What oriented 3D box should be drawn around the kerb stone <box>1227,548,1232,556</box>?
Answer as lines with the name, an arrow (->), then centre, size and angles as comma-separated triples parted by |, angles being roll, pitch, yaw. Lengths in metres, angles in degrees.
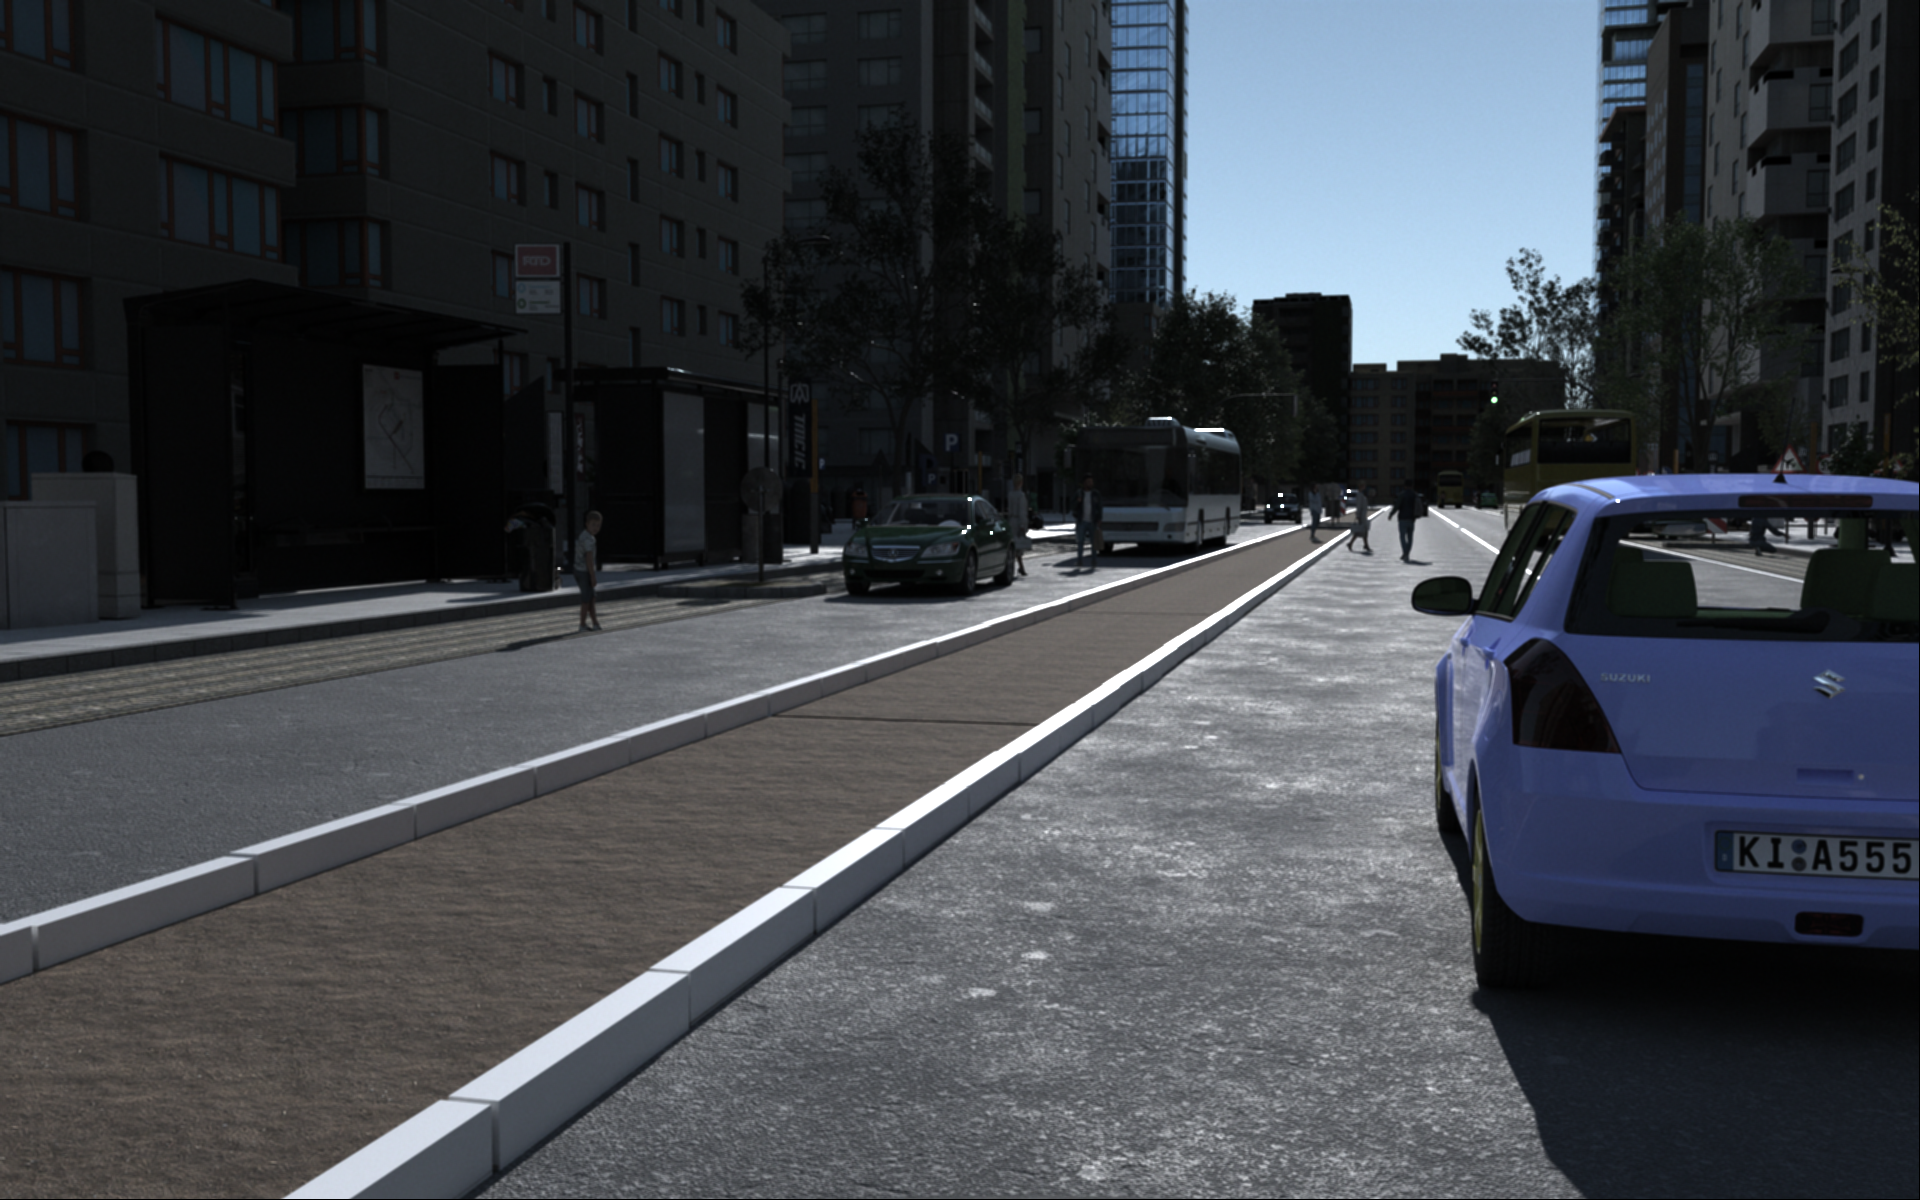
kerb stone -> 6.017, -1.054, 39.426 | 0.120, 0.150, 1.000 | 1, 4, 14

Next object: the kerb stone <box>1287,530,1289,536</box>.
kerb stone -> 10.879, -2.206, 58.257 | 0.120, 0.150, 1.000 | 1, 4, 14

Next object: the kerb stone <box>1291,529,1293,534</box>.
kerb stone -> 11.387, -2.318, 60.250 | 0.120, 0.150, 1.000 | 1, 4, 14

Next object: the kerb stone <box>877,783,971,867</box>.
kerb stone -> -0.146, 0.921, 7.141 | 0.120, 0.150, 1.000 | 1, 4, 14

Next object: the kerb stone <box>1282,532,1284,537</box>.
kerb stone -> 10.361, -2.085, 56.277 | 0.120, 0.150, 1.000 | 1, 4, 14

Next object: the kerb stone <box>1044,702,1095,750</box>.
kerb stone -> 0.624, 0.743, 10.114 | 0.120, 0.150, 1.000 | 1, 4, 14

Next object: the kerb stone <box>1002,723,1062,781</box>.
kerb stone -> 0.370, 0.802, 9.119 | 0.120, 0.150, 1.000 | 1, 4, 14

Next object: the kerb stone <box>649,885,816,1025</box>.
kerb stone -> -0.659, 1.042, 5.155 | 0.120, 0.150, 1.000 | 1, 4, 14

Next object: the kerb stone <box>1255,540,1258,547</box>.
kerb stone -> 7.802, -1.478, 46.362 | 0.120, 0.150, 1.000 | 1, 4, 14

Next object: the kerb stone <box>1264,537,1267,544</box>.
kerb stone -> 8.571, -1.660, 49.339 | 0.120, 0.150, 1.000 | 1, 4, 14

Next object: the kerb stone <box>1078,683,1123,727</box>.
kerb stone -> 0.887, 0.681, 11.107 | 0.120, 0.150, 1.000 | 1, 4, 14

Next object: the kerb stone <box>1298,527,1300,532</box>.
kerb stone -> 12.414, -2.570, 64.216 | 0.120, 0.150, 1.000 | 1, 4, 14

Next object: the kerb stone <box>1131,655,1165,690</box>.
kerb stone -> 1.398, 0.557, 13.086 | 0.120, 0.150, 1.000 | 1, 4, 14

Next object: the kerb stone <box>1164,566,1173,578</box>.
kerb stone -> 3.454, -0.447, 29.502 | 0.120, 0.150, 1.000 | 1, 4, 14

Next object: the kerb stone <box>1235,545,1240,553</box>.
kerb stone -> 6.527, -1.174, 41.410 | 0.120, 0.150, 1.000 | 1, 4, 14

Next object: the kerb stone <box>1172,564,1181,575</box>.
kerb stone -> 3.716, -0.506, 30.490 | 0.120, 0.150, 1.000 | 1, 4, 14

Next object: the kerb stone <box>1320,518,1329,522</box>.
kerb stone -> 18.436, -4.000, 87.597 | 0.120, 0.150, 1.000 | 1, 4, 14

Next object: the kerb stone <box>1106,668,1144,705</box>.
kerb stone -> 1.135, 0.618, 12.098 | 0.120, 0.150, 1.000 | 1, 4, 14

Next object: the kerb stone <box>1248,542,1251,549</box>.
kerb stone -> 7.299, -1.357, 44.379 | 0.120, 0.150, 1.000 | 1, 4, 14

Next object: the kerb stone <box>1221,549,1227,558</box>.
kerb stone -> 5.760, -0.991, 38.436 | 0.120, 0.150, 1.000 | 1, 4, 14

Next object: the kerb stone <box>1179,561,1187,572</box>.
kerb stone -> 3.963, -0.568, 31.486 | 0.120, 0.150, 1.000 | 1, 4, 14

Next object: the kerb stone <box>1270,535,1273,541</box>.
kerb stone -> 9.090, -1.779, 51.319 | 0.120, 0.150, 1.000 | 1, 4, 14

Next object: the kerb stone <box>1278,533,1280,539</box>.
kerb stone -> 9.850, -1.963, 54.298 | 0.120, 0.150, 1.000 | 1, 4, 14

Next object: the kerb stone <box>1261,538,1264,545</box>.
kerb stone -> 8.321, -1.587, 48.344 | 0.120, 0.150, 1.000 | 1, 4, 14

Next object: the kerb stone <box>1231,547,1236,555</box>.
kerb stone -> 6.268, -1.108, 40.419 | 0.120, 0.150, 1.000 | 1, 4, 14

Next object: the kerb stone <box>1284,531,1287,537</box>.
kerb stone -> 10.618, -2.145, 57.269 | 0.120, 0.150, 1.000 | 1, 4, 14

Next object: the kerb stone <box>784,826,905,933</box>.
kerb stone -> -0.401, 0.982, 6.144 | 0.120, 0.150, 1.000 | 1, 4, 14

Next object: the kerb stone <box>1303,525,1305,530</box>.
kerb stone -> 13.180, -2.747, 67.192 | 0.120, 0.150, 1.000 | 1, 4, 14

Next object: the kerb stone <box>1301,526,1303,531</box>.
kerb stone -> 12.927, -2.688, 66.201 | 0.120, 0.150, 1.000 | 1, 4, 14

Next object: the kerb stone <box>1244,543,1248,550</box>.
kerb stone -> 7.040, -1.296, 43.390 | 0.120, 0.150, 1.000 | 1, 4, 14

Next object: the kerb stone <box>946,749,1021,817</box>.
kerb stone -> 0.108, 0.860, 8.131 | 0.120, 0.150, 1.000 | 1, 4, 14

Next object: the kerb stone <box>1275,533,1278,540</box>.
kerb stone -> 9.598, -1.903, 53.305 | 0.120, 0.150, 1.000 | 1, 4, 14

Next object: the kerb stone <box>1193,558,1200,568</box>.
kerb stone -> 4.473, -0.689, 33.466 | 0.120, 0.150, 1.000 | 1, 4, 14

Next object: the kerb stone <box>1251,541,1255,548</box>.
kerb stone -> 7.552, -1.417, 45.370 | 0.120, 0.150, 1.000 | 1, 4, 14

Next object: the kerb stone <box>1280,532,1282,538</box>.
kerb stone -> 10.109, -2.022, 55.287 | 0.120, 0.150, 1.000 | 1, 4, 14

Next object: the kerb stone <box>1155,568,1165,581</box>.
kerb stone -> 3.205, -0.386, 28.510 | 0.120, 0.150, 1.000 | 1, 4, 14

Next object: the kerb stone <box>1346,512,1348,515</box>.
kerb stone -> 25.360, -5.637, 114.381 | 0.120, 0.150, 1.000 | 1, 4, 14

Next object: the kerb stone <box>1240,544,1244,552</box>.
kerb stone -> 6.789, -1.236, 42.399 | 0.120, 0.150, 1.000 | 1, 4, 14

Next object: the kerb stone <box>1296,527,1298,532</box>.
kerb stone -> 12.161, -2.509, 63.225 | 0.120, 0.150, 1.000 | 1, 4, 14

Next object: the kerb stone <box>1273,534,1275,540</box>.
kerb stone -> 9.338, -1.842, 52.311 | 0.120, 0.150, 1.000 | 1, 4, 14

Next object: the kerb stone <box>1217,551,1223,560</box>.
kerb stone -> 5.512, -0.932, 37.442 | 0.120, 0.150, 1.000 | 1, 4, 14

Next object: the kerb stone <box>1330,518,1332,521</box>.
kerb stone -> 19.220, -4.181, 90.566 | 0.120, 0.150, 1.000 | 1, 4, 14

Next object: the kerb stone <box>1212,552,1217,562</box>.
kerb stone -> 5.247, -0.872, 36.449 | 0.120, 0.150, 1.000 | 1, 4, 14

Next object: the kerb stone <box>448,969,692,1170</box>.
kerb stone -> -0.907, 1.103, 4.162 | 0.120, 0.150, 1.000 | 1, 4, 14

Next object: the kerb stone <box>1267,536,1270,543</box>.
kerb stone -> 8.833, -1.721, 50.330 | 0.120, 0.150, 1.000 | 1, 4, 14

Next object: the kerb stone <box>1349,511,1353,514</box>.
kerb stone -> 28.426, -6.366, 126.280 | 0.120, 0.150, 1.000 | 1, 4, 14

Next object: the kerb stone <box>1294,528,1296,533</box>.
kerb stone -> 11.900, -2.449, 62.236 | 0.120, 0.150, 1.000 | 1, 4, 14

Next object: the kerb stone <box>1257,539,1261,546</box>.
kerb stone -> 8.054, -1.537, 47.357 | 0.120, 0.150, 1.000 | 1, 4, 14

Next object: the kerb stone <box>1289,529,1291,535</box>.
kerb stone -> 11.133, -2.267, 59.254 | 0.120, 0.150, 1.000 | 1, 4, 14

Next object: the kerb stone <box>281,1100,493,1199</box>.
kerb stone -> -1.167, 1.163, 3.174 | 0.120, 0.150, 1.000 | 1, 4, 14

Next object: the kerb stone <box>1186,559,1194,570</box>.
kerb stone -> 4.224, -0.629, 32.474 | 0.120, 0.150, 1.000 | 1, 4, 14

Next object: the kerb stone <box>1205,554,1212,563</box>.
kerb stone -> 4.993, -0.809, 35.454 | 0.120, 0.150, 1.000 | 1, 4, 14

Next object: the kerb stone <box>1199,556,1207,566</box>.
kerb stone -> 4.739, -0.750, 34.463 | 0.120, 0.150, 1.000 | 1, 4, 14
